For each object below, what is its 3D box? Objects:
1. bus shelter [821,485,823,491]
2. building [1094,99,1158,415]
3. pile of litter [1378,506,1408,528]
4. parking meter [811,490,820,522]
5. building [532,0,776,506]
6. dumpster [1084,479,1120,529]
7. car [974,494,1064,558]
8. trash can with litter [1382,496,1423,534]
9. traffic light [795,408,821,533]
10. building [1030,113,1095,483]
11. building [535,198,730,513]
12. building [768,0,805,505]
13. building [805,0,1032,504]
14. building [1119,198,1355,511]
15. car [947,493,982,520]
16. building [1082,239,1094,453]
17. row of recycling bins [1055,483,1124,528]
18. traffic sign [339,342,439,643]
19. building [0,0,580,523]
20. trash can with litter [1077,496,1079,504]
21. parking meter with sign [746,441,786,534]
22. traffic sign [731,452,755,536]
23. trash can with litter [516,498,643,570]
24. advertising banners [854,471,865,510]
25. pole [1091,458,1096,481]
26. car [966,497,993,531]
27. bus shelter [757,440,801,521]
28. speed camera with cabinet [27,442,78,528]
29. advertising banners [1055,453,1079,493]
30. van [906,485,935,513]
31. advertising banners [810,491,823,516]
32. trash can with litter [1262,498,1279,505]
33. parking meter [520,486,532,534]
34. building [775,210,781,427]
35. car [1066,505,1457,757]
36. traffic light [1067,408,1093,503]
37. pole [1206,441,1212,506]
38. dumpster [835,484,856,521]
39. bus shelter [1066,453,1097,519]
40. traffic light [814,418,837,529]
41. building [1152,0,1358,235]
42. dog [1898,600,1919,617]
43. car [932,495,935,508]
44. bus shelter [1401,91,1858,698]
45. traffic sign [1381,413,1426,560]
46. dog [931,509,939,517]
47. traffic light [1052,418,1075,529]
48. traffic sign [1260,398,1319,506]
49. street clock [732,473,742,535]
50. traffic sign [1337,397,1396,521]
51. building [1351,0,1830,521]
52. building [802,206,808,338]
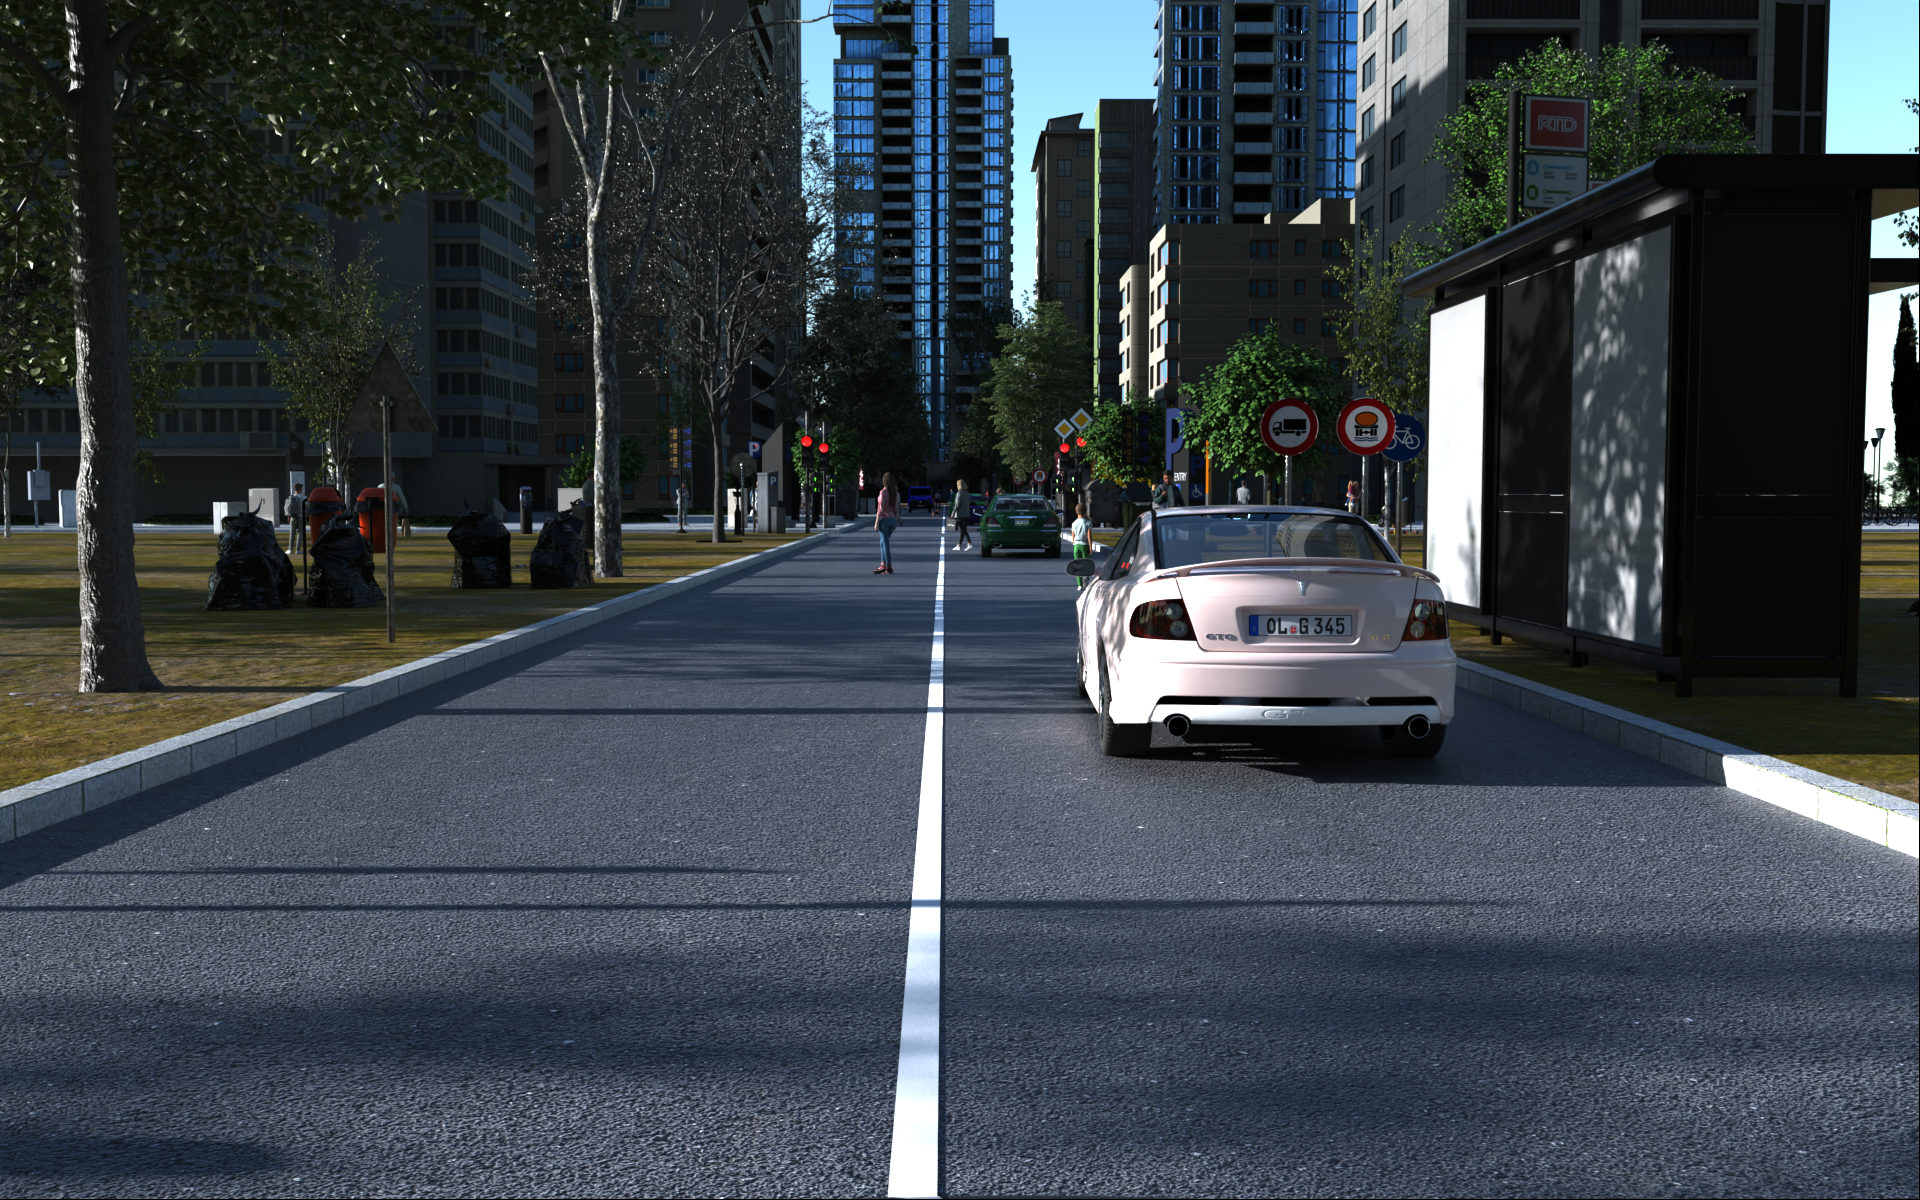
[{"bbox_3d":[-8.512,-8.216,111.964,2.179,5.291,8.768,0,4,-1],"label":"bus shelter"},{"bbox_3d":[21.017,-30.524,182.668,14.154,41.232,14.086,0,4,0],"label":"building"},{"bbox_3d":[16.744,-3.240,66.936,1.176,0.858,1.719,3,4,39],"label":"pile of litter"},{"bbox_3d":[-6.516,-4.440,78.302,0.399,1.863,0.255,0,4,0],"label":"parking meter"},{"bbox_3d":[-27.649,-32.153,149.407,21.300,48.544,21.600,0,4,0],"label":"building"},{"bbox_3d":[5.276,-3.573,64.181,1.264,1.857,1.865,0,4,-1],"label":"dumpster"},{"bbox_3d":[1.388,-1.755,40.496,2.131,1.459,4.920,0,4,1],"label":"car"},{"bbox_3d":[14.573,-2.723,55.585,2.233,1.210,1.678,2,4,35],"label":"trash can with litter"},{"bbox_3d":[-4.940,-4.121,56.301,0.839,4.253,0.868,0,4,0],"label":"traffic light"},{"bbox_3d":[24.453,-40.279,247.802,27.495,52.752,28.713,0,4,0],"label":"building"},{"bbox_3d":[-31.770,-16.890,121.192,27.650,21.520,28.899,0,4,0],"label":"building"},{"bbox_3d":[-28.563,-46.150,192.799,20.611,71.187,20.563,0,4,0],"label":"building"},{"bbox_3d":[-5.674,-56.925,243.391,31.000,86.520,22.319,0,4,0],"label":"building"},{"bbox_3d":[26.805,-17.152,125.472,27.650,21.520,28.899,0,4,0],"label":"building"},{"bbox_3d":[0.376,-4.494,82.279,1.959,1.807,4.718,0,4,-1],"label":"car"},{"bbox_3d":[20.802,-26.016,197.065,14.160,30.474,14.107,0,4,0],"label":"building"},{"bbox_3d":[5.408,-3.618,66.274,3.534,1.692,1.069,0,4,6],"label":"row of recycling bins"},{"bbox_3d":[-4.909,-0.910,14.876,0.884,2.594,0.081,0,4,7],"label":"traffic sign"},{"bbox_3d":[-34.857,-24.111,86.096,32.217,40.220,23.993,0,4,0],"label":"building"},{"bbox_3d":[5.936,-4.189,79.544,2.233,1.210,1.678,-1,4,-11],"label":"trash can with litter"},{"bbox_3d":[-6.289,-3.687,56.540,0.543,3.016,1.738,-3,4,-39],"label":"parking meter with sign"},{"bbox_3d":[-6.644,-3.234,52.983,0.768,2.556,0.104,0,4,7],"label":"traffic sign"},{"bbox_3d":[-6.728,-1.161,30.042,2.233,1.210,1.678,2,4,33],"label":"trash can with litter"},{"bbox_3d":[-6.273,-6.406,100.927,2.074,3.025,0.090,3,5,39],"label":"advertising banners"},{"bbox_3d":[5.888,-5.062,76.612,0.158,3.312,0.155,0,3,0],"label":"pole"},{"bbox_3d":[0.870,-3.439,68.805,1.945,1.354,3.894,0,4,0],"label":"car"},{"bbox_3d":[-7.980,-5.308,78.063,1.731,3.624,6.357,0,4,-1],"label":"bus shelter"},{"bbox_3d":[-34.679,-4.422,66.640,2.038,3.252,0.660,-3,4,-38],"label":"speed camera with cabinet"},{"bbox_3d":[4.690,-4.619,71.709,2.074,3.025,0.090,3,5,45],"label":"advertising banners"},{"bbox_3d":[-3.142,-8.068,136.289,2.240,2.365,5.245,0,4,-2],"label":"van"},{"bbox_3d":[-8.071,-6.474,102.042,0.090,3.025,2.074,3,5,39],"label":"advertising banners"},{"bbox_3d":[9.393,-2.592,53.763,0.624,1.170,1.055,-3,5,-44],"label":"trash can with litter"},{"bbox_3d":[-13.912,-2.883,55.540,0.372,1.533,0.369,0,3,0],"label":"parking meter"},{"bbox_3d":[-25.065,-24.226,167.802,14.160,30.474,14.107,0,4,0],"label":"building"},{"bbox_3d":[1.722,0.094,10.822,2.083,1.381,4.827,0,4,1],"label":"car"},{"bbox_3d":[3.921,-4.127,56.394,0.839,4.253,0.868,0,4,0],"label":"traffic light"},{"bbox_3d":[9.468,-4.410,65.950,0.158,3.312,0.155,0,3,0],"label":"pole"},{"bbox_3d":[-5.678,-4.720,82.932,1.264,1.857,1.865,0,4,0],"label":"dumpster"},{"bbox_3d":[6.311,-5.733,87.653,2.014,3.302,5.546,0,4,0],"label":"bus shelter"},{"bbox_3d":[-5.009,-4.609,64.286,0.839,4.253,0.868,0,4,0],"label":"traffic light"},{"bbox_3d":[26.304,-51.753,158.830,22.319,86.520,31.000,0,4,0],"label":"building"},{"bbox_3d":[10.150,-0.037,18.340,0.748,0.427,0.550,0,4,-6],"label":"dog"},{"bbox_3d":[-3.505,-10.337,178.051,2.155,1.783,4.494,0,4,1],"label":"car"},{"bbox_3d":[5.307,-2.287,15.026,2.179,5.291,8.768,0,4,0],"label":"bus shelter"},{"bbox_3d":[6.960,-1.670,27.419,0.768,2.556,0.104,0,4,5],"label":"traffic sign"},{"bbox_3d":[-1.512,-5.311,106.128,0.406,0.507,0.540,1,4,11],"label":"dog"},{"bbox_3d":[3.852,-4.615,64.379,0.839,4.253,0.868,0,4,0],"label":"traffic light"},{"bbox_3d":[4.353,-1.399,22.977,0.768,2.556,0.104,0,4,1],"label":"traffic sign"},{"bbox_3d":[-7.008,-3.060,54.598,0.358,2.002,0.471,1,4,9],"label":"street clock"},{"bbox_3d":[5.352,-1.393,22.889,0.768,2.556,0.104,0,4,7],"label":"traffic sign"},{"bbox_3d":[32.437,-39.618,86.008,20.611,71.187,20.563,0,4,0],"label":"building"},{"bbox_3d":[-35.956,-36.041,243.897,28.867,44.769,22.147,0,4,0],"label":"building"}]
